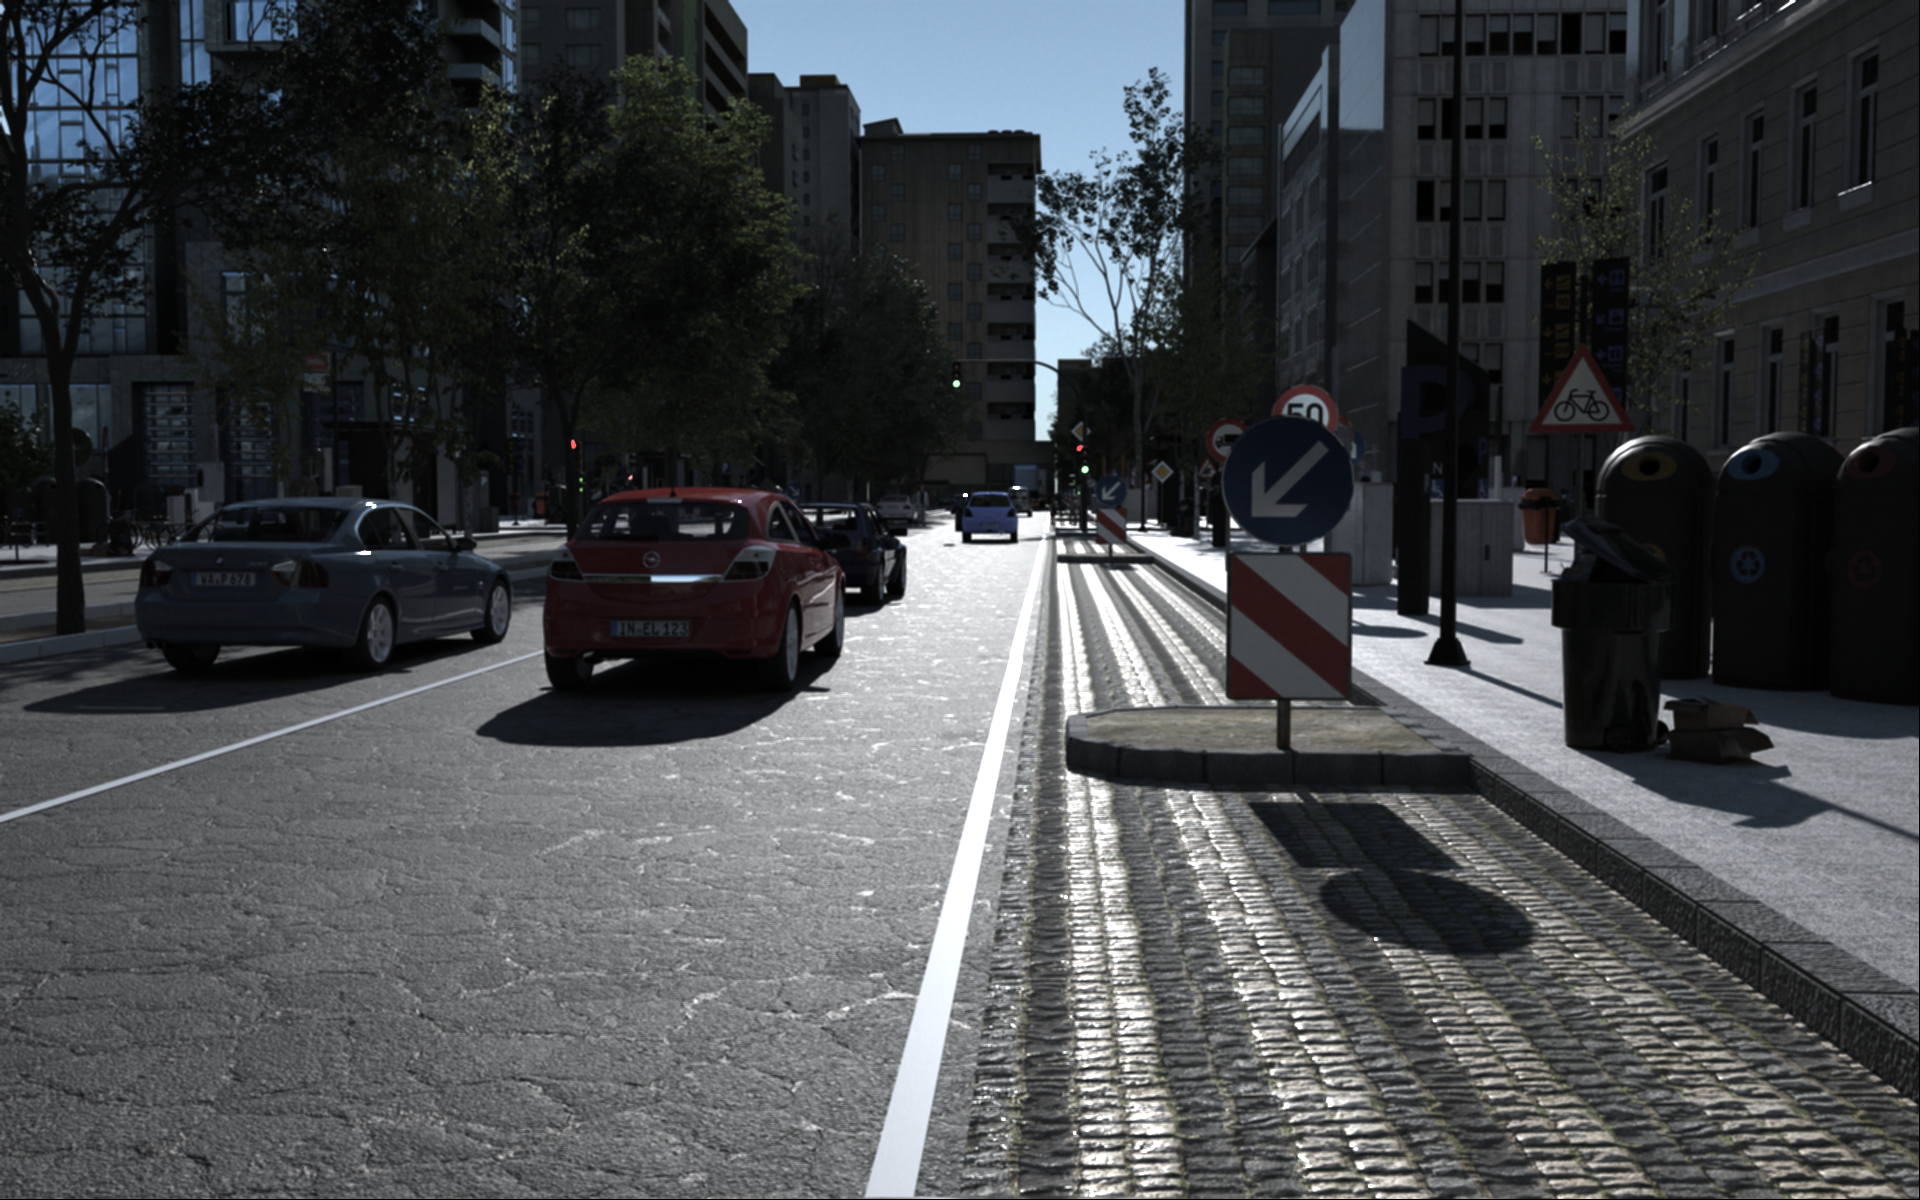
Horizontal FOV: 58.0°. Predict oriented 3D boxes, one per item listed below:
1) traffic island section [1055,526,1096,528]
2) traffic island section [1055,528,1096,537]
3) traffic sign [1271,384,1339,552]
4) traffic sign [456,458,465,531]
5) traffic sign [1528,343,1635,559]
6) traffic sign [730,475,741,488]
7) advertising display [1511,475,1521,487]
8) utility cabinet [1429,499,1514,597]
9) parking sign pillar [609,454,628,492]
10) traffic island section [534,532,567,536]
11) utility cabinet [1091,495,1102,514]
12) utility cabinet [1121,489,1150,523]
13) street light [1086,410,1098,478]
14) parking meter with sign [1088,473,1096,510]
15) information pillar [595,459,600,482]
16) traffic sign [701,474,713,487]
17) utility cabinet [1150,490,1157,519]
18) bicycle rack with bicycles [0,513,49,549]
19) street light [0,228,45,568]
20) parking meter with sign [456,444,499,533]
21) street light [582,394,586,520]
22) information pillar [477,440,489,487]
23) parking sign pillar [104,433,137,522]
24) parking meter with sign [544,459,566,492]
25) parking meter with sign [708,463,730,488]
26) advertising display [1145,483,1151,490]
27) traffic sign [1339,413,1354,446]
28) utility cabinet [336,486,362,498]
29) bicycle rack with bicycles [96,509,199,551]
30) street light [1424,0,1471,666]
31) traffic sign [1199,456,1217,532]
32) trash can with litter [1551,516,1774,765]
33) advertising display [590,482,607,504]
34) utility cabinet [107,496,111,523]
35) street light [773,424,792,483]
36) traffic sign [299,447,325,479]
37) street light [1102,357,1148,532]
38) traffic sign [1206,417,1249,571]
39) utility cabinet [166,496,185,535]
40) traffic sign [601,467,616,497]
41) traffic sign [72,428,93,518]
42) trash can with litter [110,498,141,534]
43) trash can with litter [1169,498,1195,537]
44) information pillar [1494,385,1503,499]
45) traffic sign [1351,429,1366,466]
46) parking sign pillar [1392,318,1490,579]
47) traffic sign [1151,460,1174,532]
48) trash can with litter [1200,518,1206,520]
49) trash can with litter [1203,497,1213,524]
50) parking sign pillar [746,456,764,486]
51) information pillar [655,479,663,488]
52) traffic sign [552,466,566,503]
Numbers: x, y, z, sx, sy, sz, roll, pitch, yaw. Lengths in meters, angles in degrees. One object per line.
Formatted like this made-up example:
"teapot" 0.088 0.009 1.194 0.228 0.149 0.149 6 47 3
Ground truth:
"traffic island section" 4.677 -2.723 66.802 2.009 0.180 2.903 0 4 3
"traffic island section" 4.243 -2.235 58.829 2.009 0.180 2.903 0 4 3
"traffic sign" 4.012 -1.229 20.204 0.768 2.556 0.104 1 4 10
"traffic sign" -17.495 -3.682 60.309 0.768 2.556 0.104 0 4 4
"traffic sign" 5.360 -0.917 14.994 0.884 2.594 0.081 1 4 9
"traffic sign" -14.774 -6.960 113.902 0.768 2.556 0.104 1 4 8
"advertising display" 18.468 -3.202 57.563 0.123 1.923 0.974 0 4 7
"utility cabinet" 6.386 -0.646 21.717 1.020 1.237 0.306 0 4 5
"parking sign pillar" -22.908 -7.808 116.129 1.447 3.967 1.447 3 4 37
"traffic island section" -13.322 -2.294 59.787 2.009 0.180 2.903 0 4 3
"utility cabinet" 8.906 -6.177 112.149 0.306 1.237 1.020 -2 4 -32
"utility cabinet" 7.673 -4.137 76.320 1.173 1.500 0.318 -2 4 -29
"street light" 7.616 -7.531 95.666 1.470 5.913 1.316 0 4 3
"parking meter with sign" 10.694 -8.763 139.541 0.543 3.016 1.738 -1 4 -23
"information pillar" -24.368 -7.676 116.850 0.504 3.616 0.183 -1 4 -22
"traffic sign" -15.796 -6.597 107.975 0.768 2.556 0.104 0 4 7
"utility cabinet" 9.364 -4.824 87.545 1.173 1.500 0.318 1 4 23
"bicycle rack with bicycles" -23.058 -1.679 40.826 2.852 0.926 2.925 0 4 -1
"street light" -16.340 -3.510 29.926 1.470 5.913 1.316 0 4 3
"parking meter with sign" -16.081 -3.755 57.656 1.738 3.016 0.543 2 4 32
"street light" -14.257 -5.840 68.024 1.470 5.913 1.316 0 4 3
"information pillar" -20.566 -5.101 74.752 0.504 3.616 0.183 1 4 14
"parking sign pillar" -36.725 -5.339 75.769 1.447 3.967 1.447 2 4 32
"parking meter with sign" -19.715 -5.478 85.819 1.738 3.016 0.543 -1 4 -13
"parking meter with sign" -13.562 -6.084 95.728 0.543 3.016 1.738 3 5 42
"advertising display" 11.140 -5.851 100.885 0.974 1.923 0.123 0 4 2
"traffic sign" 5.638 -1.620 26.594 0.768 2.556 0.104 1 4 12
"utility cabinet" -16.345 -2.303 46.334 0.318 1.500 1.173 -3 4 -39
"bicycle rack with bicycles" -18.514 -1.616 39.796 2.852 0.926 2.925 2 4 27
"street light" 3.146 -2.472 12.954 1.470 5.913 1.316 0 4 3
"traffic sign" 8.401 -3.596 58.801 0.884 2.594 0.081 1 4 10
"trash can with litter" 3.497 0.169 8.617 0.624 1.170 1.055 -3 5 -42
"advertising display" -19.447 -5.355 92.764 0.974 1.923 0.123 3 4 37
"utility cabinet" -34.519 -3.574 69.595 0.306 1.237 1.020 3 4 37
"street light" -11.746 -8.647 113.926 1.470 5.913 1.316 0 4 3
"traffic sign" -17.493 -2.854 46.762 0.768 2.556 0.104 1 4 10
"street light" 5.663 -5.265 58.625 1.470 5.913 1.316 0 4 3
"traffic sign" 4.470 -1.758 28.857 0.768 2.556 0.104 0 4 5
"utility cabinet" -23.624 -2.542 52.723 0.306 1.237 1.020 2 4 27
"traffic sign" -16.305 -4.906 80.315 0.768 2.556 0.104 1 4 12
"traffic sign" -17.063 -2.035 33.381 0.768 2.556 0.104 1 4 10
"trash can with litter" -27.507 -2.763 56.239 1.678 1.210 2.233 -2 4 -35
"trash can with litter" 6.655 -2.492 52.139 0.624 1.170 1.055 -2 4 -27
"information pillar" 11.700 -2.832 37.653 0.183 3.616 0.504 1 4 10
"traffic sign" 7.336 -2.015 33.059 0.768 2.556 0.104 1 4 11
"parking sign pillar" 7.293 -2.306 26.175 1.447 3.967 1.447 3 5 41
"traffic sign" 6.890 -3.537 59.023 0.795 2.450 0.064 0 4 6
"trash can with litter" 12.150 -4.619 86.573 2.233 1.210 1.678 -1 4 -18
"trash can with litter" 10.763 -3.843 74.224 0.624 1.170 1.055 1 4 13
"parking sign pillar" -13.161 -7.516 111.355 1.447 3.967 1.447 3 5 40
"information pillar" -14.200 -4.732 81.859 0.304 2.012 0.304 -2 4 -26
"traffic sign" -17.969 -4.754 77.839 0.768 2.556 0.104 0 4 5
